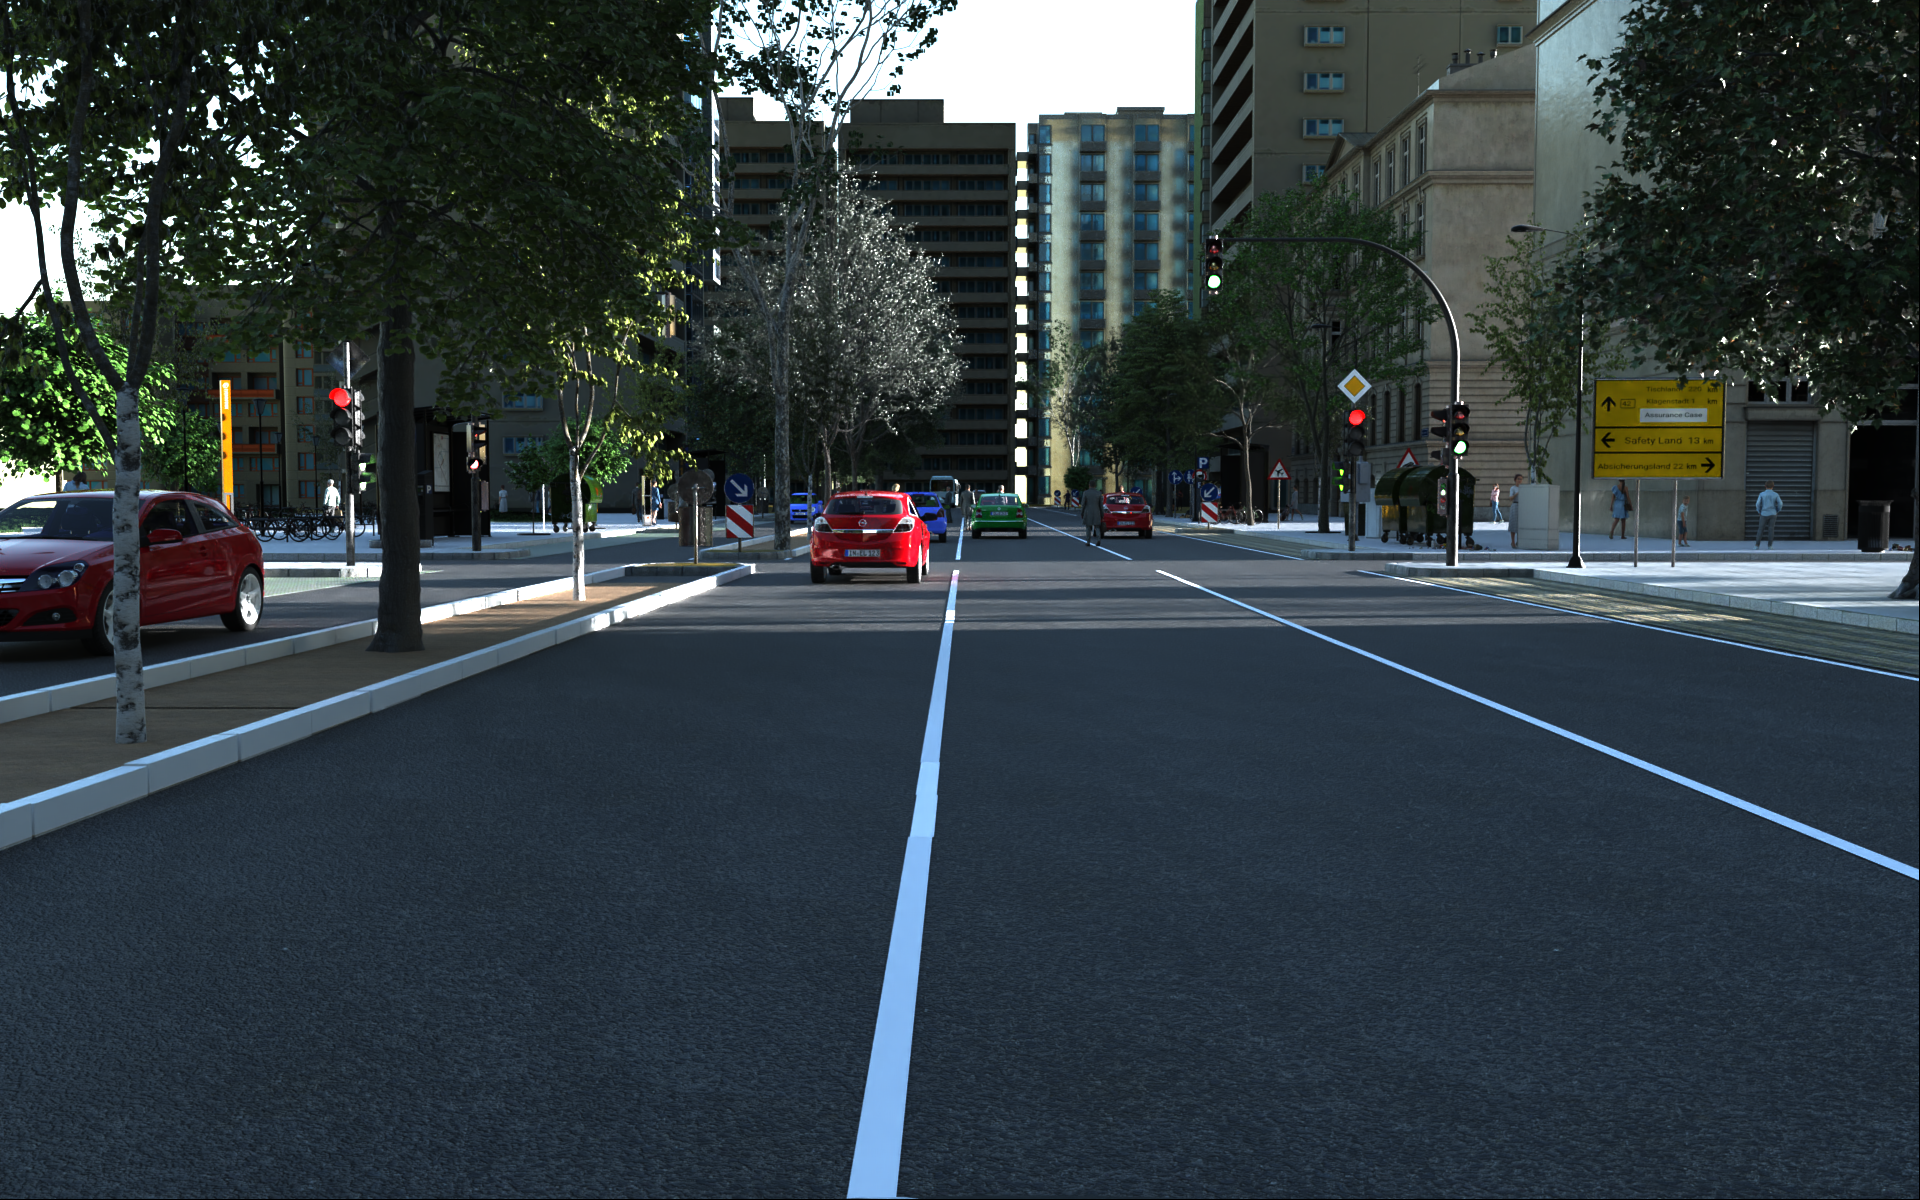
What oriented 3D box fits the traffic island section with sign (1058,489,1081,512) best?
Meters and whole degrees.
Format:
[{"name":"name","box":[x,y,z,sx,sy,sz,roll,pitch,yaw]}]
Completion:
[{"name":"traffic island section with sign","box":[9.228,-8.099,141.054,1.989,1.847,2.006,0,4,0]}]

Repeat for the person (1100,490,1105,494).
[{"name":"person","box":[11.388,-8.045,139.054,0.593,1.643,0.415,-1,4,-21]}]

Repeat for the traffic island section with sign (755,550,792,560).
[{"name":"traffic island section with sign","box":[-4.834,-1.867,38.669,2.006,1.907,1.989,0,4,0]}]

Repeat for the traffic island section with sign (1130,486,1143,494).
[{"name":"traffic island section with sign","box":[9.031,-5.008,90.510,1.989,1.847,2.006,0,4,0]}]

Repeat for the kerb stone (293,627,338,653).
[{"name":"kerb stone","box":[-5.983,0.384,15.925,0.120,0.150,1.000,0,4,0]}]

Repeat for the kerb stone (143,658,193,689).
[{"name":"kerb stone","box":[-5.999,0.571,12.856,0.120,0.150,1.000,0,4,0]}]

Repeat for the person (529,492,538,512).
[{"name":"person","box":[-22.207,-5.146,90.287,0.679,1.850,0.850,3,5,40]}]

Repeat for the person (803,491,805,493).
[{"name":"person","box":[-14.882,-9.858,167.309,0.705,1.812,1.348,-3,5,-43]}]

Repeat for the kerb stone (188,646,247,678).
[{"name":"kerb stone","box":[-6.000,0.509,13.878,0.120,0.150,1.000,0,4,0]}]

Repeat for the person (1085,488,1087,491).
[{"name":"person","box":[11.058,-8.947,152.341,0.705,1.821,1.348,1,4,11]}]

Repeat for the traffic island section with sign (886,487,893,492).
[{"name":"traffic island section with sign","box":[-4.558,-6.463,113.807,2.006,1.907,1.989,0,4,0]}]

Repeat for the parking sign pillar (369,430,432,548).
[{"name":"parking sign pillar","box":[-13.445,-3.244,41.519,1.447,3.967,1.447,0,4,3]}]

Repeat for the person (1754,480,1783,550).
[{"name":"person","box":[18.706,-1.971,40.080,0.589,1.601,0.330,2,4,29]}]

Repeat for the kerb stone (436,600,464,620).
[{"name":"kerb stone","box":[-5.973,0.133,20.016,0.120,0.150,1.000,0,4,0]}]

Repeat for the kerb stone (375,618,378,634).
[{"name":"kerb stone","box":[-5.981,0.262,17.969,0.120,0.150,1.000,0,4,0]}]

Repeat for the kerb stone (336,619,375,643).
[{"name":"kerb stone","box":[-5.986,0.321,16.947,0.120,0.150,1.000,0,4,0]}]

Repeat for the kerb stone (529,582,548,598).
[{"name":"kerb stone","box":[-5.961,-0.116,24.122,0.120,0.150,1.000,0,4,0]}]

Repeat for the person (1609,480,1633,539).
[{"name":"person","box":[18.732,-2.626,49.066,0.778,1.811,0.616,-3,5,-41]}]

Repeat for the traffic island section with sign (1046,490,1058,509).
[{"name":"traffic island section with sign","box":[9.339,-9.779,168.508,1.989,1.847,2.006,0,4,0]}]

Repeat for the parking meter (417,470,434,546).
[{"name":"parking meter","box":[-13.162,-2.255,42.574,0.255,1.863,0.399,1,4,19]}]

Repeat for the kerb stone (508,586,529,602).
[{"name":"kerb stone","box":[-5.963,-0.055,23.094,0.120,0.150,1.000,0,4,0]}]

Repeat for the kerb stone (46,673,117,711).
[{"name":"kerb stone","box":[-5.999,0.634,11.830,0.120,0.150,1.000,0,4,0]}]

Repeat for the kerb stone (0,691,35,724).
[{"name":"kerb stone","box":[-6.005,0.697,10.799,0.120,0.150,1.000,0,4,0]}]

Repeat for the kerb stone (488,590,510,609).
[{"name":"kerb stone","box":[-5.957,0.009,22.066,0.120,0.150,1.000,0,4,0]}]

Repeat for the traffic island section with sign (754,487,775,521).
[{"name":"traffic island section with sign","box":[-10.382,-5.056,91.296,1.989,1.847,2.006,0,4,0]}]

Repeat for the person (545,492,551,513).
[{"name":"person","box":[-26.092,-6.401,110.618,0.836,1.842,0.656,-2,4,-29]}]

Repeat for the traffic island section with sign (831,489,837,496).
[{"name":"traffic island section with sign","box":[-10.203,-8.084,140.794,1.989,1.847,2.006,0,4,0]}]

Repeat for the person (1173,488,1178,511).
[{"name":"person","box":[16.235,-7.578,130.731,0.721,1.735,1.217,0,4,-5]}]

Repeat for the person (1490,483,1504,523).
[{"name":"person","box":[23.419,-4.216,75.571,0.643,1.750,0.593,1,4,10]}]

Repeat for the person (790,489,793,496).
[{"name":"person","box":[-13.779,-8.206,141.132,0.541,1.710,0.530,2,4,31]}]

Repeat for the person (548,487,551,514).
[{"name":"person","box":[-26.785,-6.545,113.627,0.524,1.755,0.480,-2,4,-24]}]

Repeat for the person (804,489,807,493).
[{"name":"person","box":[-12.582,-8.137,139.902,0.721,1.723,1.217,-3,5,-41]}]

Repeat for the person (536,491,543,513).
[{"name":"person","box":[-25.914,-6.099,106.112,0.721,1.781,0.623,1,4,11]}]

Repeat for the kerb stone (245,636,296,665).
[{"name":"kerb stone","box":[-5.992,0.446,14.900,0.120,0.150,1.000,0,4,0]}]

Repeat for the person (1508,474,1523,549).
[{"name":"person","box":[13.187,-2.092,40.813,0.480,1.755,0.524,-2,4,-24]}]

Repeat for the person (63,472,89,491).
[{"name":"person","box":[-19.666,-1.968,38.481,0.793,1.790,0.793,1,4,16]}]

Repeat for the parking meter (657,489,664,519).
[{"name":"parking meter","box":[-15.145,-4.838,87.517,0.372,1.533,0.369,0,3,0]}]

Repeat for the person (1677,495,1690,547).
[{"name":"person","box":[17.654,-1.926,42.220,0.332,1.250,0.352,-1,4,-20]}]

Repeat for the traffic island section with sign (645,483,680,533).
[{"name":"traffic island section with sign","box":[-10.487,-3.382,63.916,1.989,1.847,2.006,0,4,0]}]

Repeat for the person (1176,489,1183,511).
[{"name":"person","box":[16.721,-7.625,132.176,0.593,1.643,0.415,0,4,4]}]

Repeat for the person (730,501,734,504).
[{"name":"person","box":[-16.110,-7.112,123.114,0.721,1.735,1.217,0,4,7]}]

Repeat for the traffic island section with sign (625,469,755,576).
[{"name":"traffic island section with sign","box":[-4.872,-1.414,31.262,2.006,1.907,1.989,0,4,0]}]

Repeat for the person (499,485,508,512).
[{"name":"person","box":[-23.319,-4.999,88.340,0.480,1.755,0.524,-3,5,-43]}]

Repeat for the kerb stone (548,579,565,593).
[{"name":"kerb stone","box":[-5.952,-0.180,25.148,0.120,0.150,1.000,0,4,0]}]

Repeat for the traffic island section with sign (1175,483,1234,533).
[{"name":"traffic island section with sign","box":[8.931,-3.359,63.555,1.989,1.847,2.006,0,4,0]}]

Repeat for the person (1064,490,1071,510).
[{"name":"person","box":[8.778,-8.201,143.036,0.683,1.767,0.568,-3,5,-40]}]

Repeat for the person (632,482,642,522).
[{"name":"person","box":[-14.546,-4.427,78.392,0.622,1.834,0.822,0,4,-8]}]

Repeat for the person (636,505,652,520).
[{"name":"person","box":[-15.650,-4.522,85.474,0.738,1.151,1.012,-1,4,-22]}]

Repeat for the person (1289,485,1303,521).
[{"name":"person","box":[16.154,-4.679,83.298,0.760,1.731,0.466,-2,4,-23]}]

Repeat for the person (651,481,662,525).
[{"name":"person","box":[-12.592,-3.979,71.123,0.581,1.822,0.654,1,4,21]}]

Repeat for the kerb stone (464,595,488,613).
[{"name":"kerb stone","box":[-5.971,0.071,21.042,0.120,0.150,1.000,0,4,0]}]

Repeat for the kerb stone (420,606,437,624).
[{"name":"kerb stone","box":[-5.976,0.198,18.991,0.120,0.150,1.000,0,4,0]}]

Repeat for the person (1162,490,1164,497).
[{"name":"person","box":[18.836,-9.539,162.018,0.705,1.823,1.348,2,4,28]}]
